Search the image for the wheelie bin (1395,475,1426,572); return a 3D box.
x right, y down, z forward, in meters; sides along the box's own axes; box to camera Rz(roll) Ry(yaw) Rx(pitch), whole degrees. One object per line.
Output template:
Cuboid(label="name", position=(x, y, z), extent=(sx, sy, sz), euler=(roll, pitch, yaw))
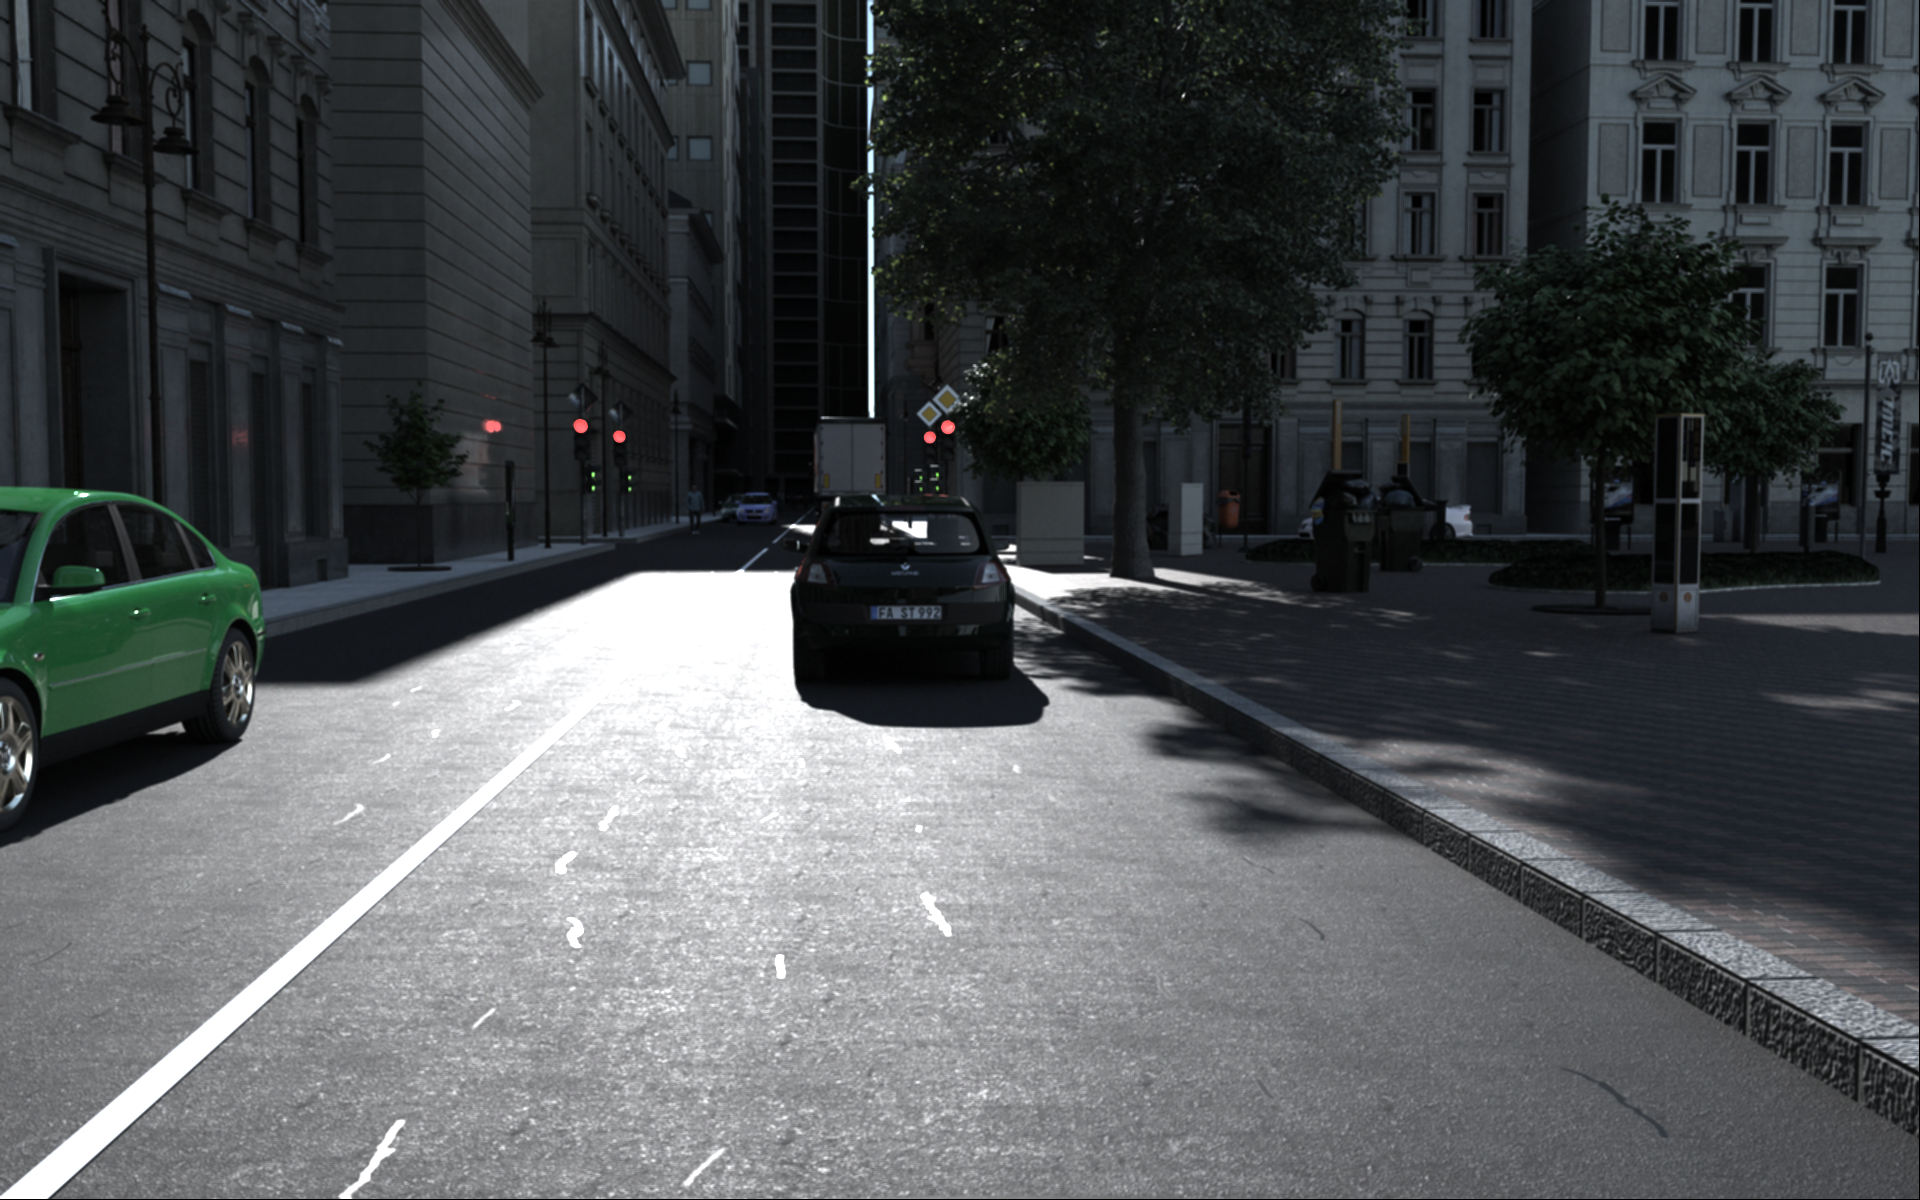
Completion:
Cuboid(label="wheelie bin", position=(7.318, -1.279, 28.827), extent=(0.693, 1.594, 0.980), euler=(0, 4, -7))

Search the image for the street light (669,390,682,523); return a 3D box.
Cuboid(label="street light", position=(-12.410, -6.304, 75.859), extent=(0.468, 5.910, 1.993), euler=(0, 4, -4))

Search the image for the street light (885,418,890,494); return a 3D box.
Cuboid(label="street light", position=(-4.356, -7.974, 103.166), extent=(0.468, 5.910, 1.993), euler=(0, 4, -4))

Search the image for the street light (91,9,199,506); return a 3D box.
Cuboid(label="street light", position=(-8.014, -2.716, 17.197), extent=(0.468, 5.910, 1.993), euler=(0, 4, -4))

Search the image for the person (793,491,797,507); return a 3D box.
Cuboid(label="person", position=(-18.288, -11.237, 192.191), extent=(0.705, 1.831, 1.348), euler=(-1, 4, -22))

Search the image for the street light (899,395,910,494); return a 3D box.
Cuboid(label="street light", position=(-2.517, -6.524, 79.462), extent=(0.468, 5.910, 1.993), euler=(0, 4, -4))

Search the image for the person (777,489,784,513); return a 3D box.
Cuboid(label="person", position=(-13.729, -7.583, 132.559), extent=(0.705, 1.814, 1.350), euler=(-2, 4, -24))

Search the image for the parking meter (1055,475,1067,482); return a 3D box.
Cuboid(label="parking meter", position=(3.028, -2.827, 51.932), extent=(0.255, 1.863, 0.399), euler=(2, 4, 28))

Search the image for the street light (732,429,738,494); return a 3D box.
Cuboid(label="street light", position=(-16.030, -9.204, 123.273), extent=(0.468, 5.910, 1.993), euler=(0, 4, -4))

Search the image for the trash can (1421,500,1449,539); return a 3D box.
Cuboid(label="trash can", position=(10.853, -1.723, 39.826), extent=(0.748, 1.137, 0.748), euler=(0, 3, 0))

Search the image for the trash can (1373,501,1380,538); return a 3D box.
Cuboid(label="trash can", position=(8.510, -1.515, 36.416), extent=(0.748, 1.137, 0.748), euler=(0, 3, 0))

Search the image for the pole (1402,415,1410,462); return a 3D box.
Cuboid(label="pole", position=(11.455, -3.102, 44.567), extent=(0.158, 3.312, 0.155), euler=(0, 3, 0))

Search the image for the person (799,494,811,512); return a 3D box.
Cuboid(label="person", position=(-12.433, -7.818, 139.580), extent=(1.065, 1.426, 0.557), euler=(1, 4, 21))

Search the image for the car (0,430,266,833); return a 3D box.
Cuboid(label="car", position=(-4.979, 0.012, 8.608), extent=(1.959, 1.807, 4.718), euler=(0, 4, -3))

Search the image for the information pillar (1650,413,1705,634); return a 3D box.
Cuboid(label="information pillar", position=(6.604, -0.701, 15.954), extent=(0.304, 2.012, 0.304), euler=(-2, 4, -25))

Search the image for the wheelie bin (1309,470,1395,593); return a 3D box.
Cuboid(label="wheelie bin", position=(5.077, -0.910, 22.785), extent=(0.980, 1.594, 0.693), euler=(-2, 4, -35))

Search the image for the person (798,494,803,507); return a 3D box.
Cuboid(label="person", position=(-17.198, -10.683, 186.348), extent=(0.628, 1.438, 0.799), euler=(0, 4, -3))

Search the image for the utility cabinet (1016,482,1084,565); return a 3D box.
Cuboid(label="utility cabinet", position=(1.606, -1.359, 30.895), extent=(1.173, 1.500, 0.318), euler=(-1, 4, -12))

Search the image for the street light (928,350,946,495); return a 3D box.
Cuboid(label="street light", position=(-0.744, -5.074, 55.753), extent=(0.468, 5.910, 1.993), euler=(0, 4, -4))

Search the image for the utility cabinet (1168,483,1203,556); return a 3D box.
Cuboid(label="utility cabinet", position=(4.656, -1.660, 35.817), extent=(0.318, 1.500, 1.173), euler=(2, 4, 30))

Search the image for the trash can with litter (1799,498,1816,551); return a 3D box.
Cuboid(label="trash can with litter", position=(15.527, -1.248, 31.457), extent=(1.678, 1.210, 2.233), euler=(2, 4, 29))

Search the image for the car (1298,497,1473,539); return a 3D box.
Cuboid(label="car", position=(11.865, -2.206, 48.429), extent=(4.827, 1.381, 2.083), euler=(0, 4, -6))

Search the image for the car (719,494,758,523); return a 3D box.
Cuboid(label="car", position=(-11.009, -4.600, 87.013), extent=(2.131, 1.459, 4.920), euler=(0, 4, -5))

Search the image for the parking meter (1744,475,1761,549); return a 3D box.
Cuboid(label="parking meter", position=(18.458, -2.117, 40.329), extent=(0.255, 1.863, 0.399), euler=(3, 5, 42))

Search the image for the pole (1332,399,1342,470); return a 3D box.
Cuboid(label="pole", position=(8.119, -2.661, 37.350), extent=(0.158, 3.312, 0.155), euler=(0, 3, 0))

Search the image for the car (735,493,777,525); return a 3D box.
Cuboid(label="car", position=(-9.448, -4.347, 80.658), extent=(1.945, 1.707, 3.694), euler=(0, 4, -3))

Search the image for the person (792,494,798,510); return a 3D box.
Cuboid(label="person", position=(-15.202, -9.064, 159.928), extent=(0.421, 1.427, 0.697), euler=(3, 4, 37))

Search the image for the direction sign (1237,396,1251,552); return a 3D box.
Cuboid(label="direction sign", position=(6.348, -2.838, 38.400), extent=(0.379, 3.537, 0.876), euler=(0, 4, -1))

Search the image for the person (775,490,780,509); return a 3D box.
Cuboid(label="person", position=(-17.622, -9.741, 167.628), extent=(0.599, 1.838, 0.709), euler=(2, 4, 32))

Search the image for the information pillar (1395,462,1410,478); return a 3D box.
Cuboid(label="information pillar", position=(10.050, -2.134, 39.389), extent=(0.304, 2.012, 0.304), euler=(1, 4, 17))

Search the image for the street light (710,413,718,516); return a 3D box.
Cuboid(label="street light", position=(-14.147, -7.754, 99.572), extent=(0.468, 5.910, 1.993), euler=(0, 4, -4))

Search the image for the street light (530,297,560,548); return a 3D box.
Cuboid(label="street light", position=(-9.776, -4.166, 40.907), extent=(0.468, 5.910, 1.993), euler=(0, 4, -4))

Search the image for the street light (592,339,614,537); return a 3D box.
Cuboid(label="street light", position=(-10.651, -4.832, 51.787), extent=(0.468, 5.910, 1.993), euler=(0, 4, -4))

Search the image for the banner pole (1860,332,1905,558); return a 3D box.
Cuboid(label="banner pole", position=(14.308, -2.261, 26.987), extent=(0.863, 3.779, 0.401), euler=(-1, 4, -13))

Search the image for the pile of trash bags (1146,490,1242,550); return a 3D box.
Cuboid(label="pile of trash bags", position=(5.367, -1.912, 41.015), extent=(3.447, 1.369, 1.912), euler=(-3, 4, -38))

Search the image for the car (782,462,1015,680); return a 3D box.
Cuboid(label="car", position=(-0.531, -0.304, 14.752), extent=(2.009, 1.686, 4.222), euler=(0, 4, -4))
